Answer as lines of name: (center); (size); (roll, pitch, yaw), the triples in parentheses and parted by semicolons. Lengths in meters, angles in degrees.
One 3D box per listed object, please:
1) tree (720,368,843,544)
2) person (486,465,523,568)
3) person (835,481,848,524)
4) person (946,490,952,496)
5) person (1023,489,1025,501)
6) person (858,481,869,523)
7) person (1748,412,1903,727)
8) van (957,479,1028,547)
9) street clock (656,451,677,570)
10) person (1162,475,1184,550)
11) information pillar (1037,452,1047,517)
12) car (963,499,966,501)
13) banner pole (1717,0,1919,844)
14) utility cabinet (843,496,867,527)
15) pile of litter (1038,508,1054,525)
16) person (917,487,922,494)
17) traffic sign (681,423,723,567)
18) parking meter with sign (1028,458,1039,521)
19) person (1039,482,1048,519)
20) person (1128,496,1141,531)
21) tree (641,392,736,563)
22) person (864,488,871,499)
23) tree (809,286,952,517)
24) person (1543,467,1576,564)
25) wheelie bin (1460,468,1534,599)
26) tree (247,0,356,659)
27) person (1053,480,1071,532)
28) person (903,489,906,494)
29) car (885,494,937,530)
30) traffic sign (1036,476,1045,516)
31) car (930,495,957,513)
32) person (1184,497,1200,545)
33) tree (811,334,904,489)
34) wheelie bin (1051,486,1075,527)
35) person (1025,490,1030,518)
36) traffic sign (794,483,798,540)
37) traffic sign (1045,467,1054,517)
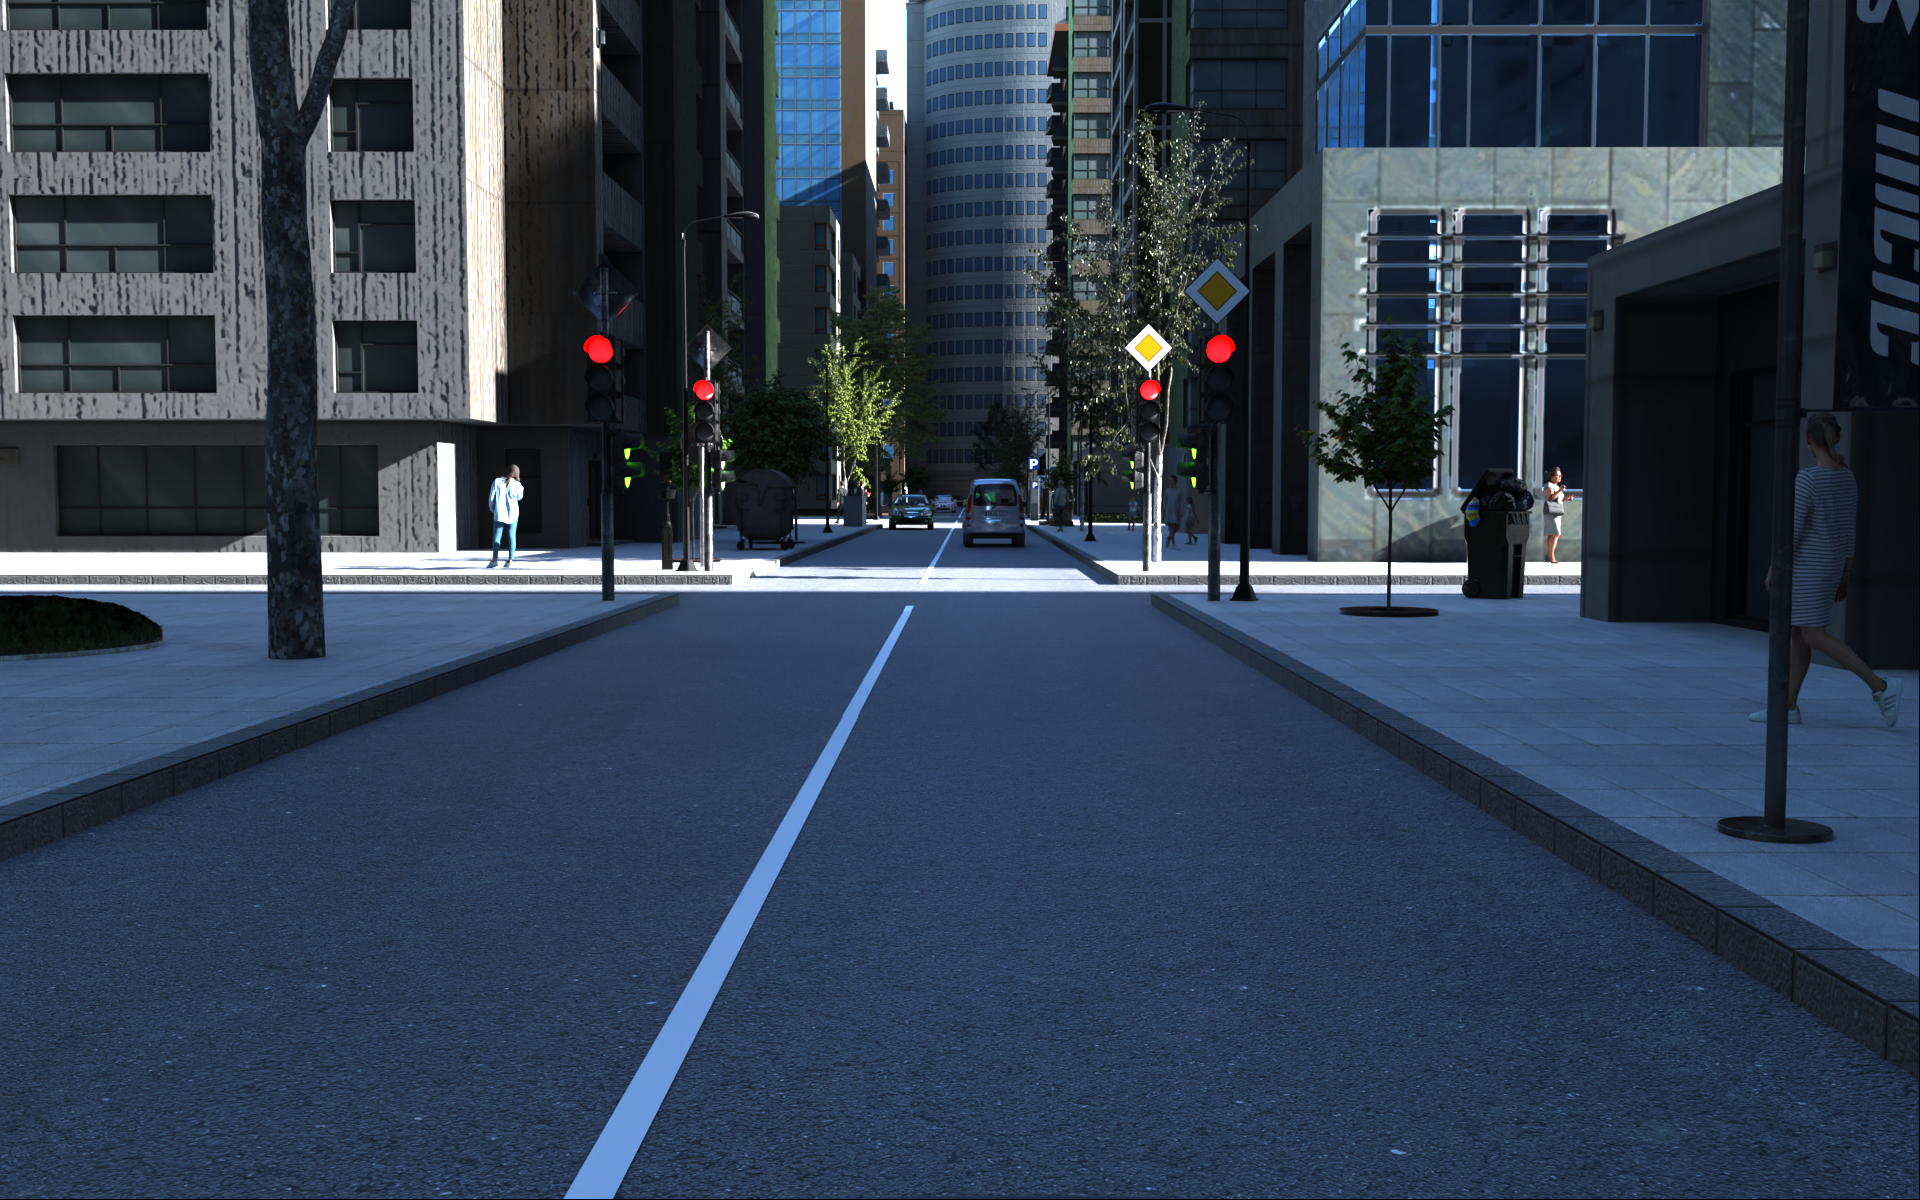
tree: (-4.679, -3.749, 45.013); (4.285, 4.588, 4.351); (0, 3, 0)
person: (-7.935, -1.460, 30.176); (0.793, 1.790, 0.793); (3, 4, 37)
person: (-5.140, -4.230, 74.974); (0.659, 1.850, 0.755); (-2, 4, -31)
person: (-1.104, -8.742, 151.963); (0.750, 1.759, 0.617); (-3, 5, -43)
person: (6.224, -9.690, 165.140); (0.621, 1.740, 0.551); (1, 4, 14)
person: (-4.187, -4.156, 73.763); (0.755, 1.850, 0.659); (-2, 4, -24)
person: (4.783, -0.168, 9.546); (0.760, 1.731, 0.466); (2, 4, 28)
van: (0.916, -2.519, 48.198); (2.013, 2.044, 4.112); (0, 4, -1)
street clock: (-4.976, -1.518, 29.392); (0.358, 2.002, 0.471); (-1, 4, -9)
person: (4.930, -2.051, 40.332); (0.466, 1.731, 0.760); (-1, 4, -23)
information pillar: (4.558, -6.428, 96.451); (0.504, 3.616, 0.183); (-1, 4, -9)
car: (1.178, -6.265, 111.236); (1.959, 1.807, 4.718); (0, 4, 0)
banner pole: (3.307, -1.002, 6.399); (0.863, 3.779, 0.401); (1, 4, 9)
utility cabinet: (-4.155, -3.507, 68.493); (1.020, 1.237, 0.306); (3, 5, 40)
pile of litter: (3.817, -3.543, 71.889); (1.176, 0.858, 1.719); (0, 4, 1)
person: (-3.489, -8.583, 146.248); (0.599, 1.838, 0.709); (1, 4, 19)
traffic sign: (-4.539, -1.855, 30.442); (0.768, 2.556, 0.104); (0, 4, 7)
parking meter with sign: (3.592, -5.358, 83.857); (0.543, 3.016, 1.738); (0, 4, 0)
person: (4.285, -5.027, 87.589); (0.474, 1.900, 0.648); (-2, 4, -25)
person: (6.051, -3.001, 60.131); (0.505, 1.210, 0.382); (1, 4, 18)
tree: (-4.992, -2.328, 32.668); (1.663, 3.219, 1.824); (0, 3, 0)
person: (-6.047, -6.374, 111.725); (0.593, 1.643, 0.415); (-3, 5, -41)
tree: (-4.345, -10.770, 94.214); (7.486, 12.596, 7.792); (0, 3, 0)
person: (11.025, -1.566, 32.008); (0.532, 1.782, 0.716); (3, 4, 36)
wheelie bin: (6.649, -0.823, 21.368); (0.980, 1.594, 0.693); (-3, 5, -44)
tree: (-5.972, -9.533, 11.756); (12.611, 20.169, 13.585); (0, 3, 0)
person: (3.527, -3.236, 59.435); (0.515, 1.767, 0.782); (3, 5, 40)
person: (-5.182, -9.736, 166.011); (0.721, 1.735, 1.217); (-1, 4, -19)
car: (-1.995, -3.632, 71.177); (2.131, 1.459, 4.920); (0, 4, -1)
traffic sign: (4.454, -5.685, 95.072); (0.606, 2.300, 0.079); (0, 4, 6)
car: (-1.275, -7.474, 134.562); (2.083, 1.381, 4.827); (0, 4, 1)
person: (5.872, -2.012, 43.954); (0.382, 1.210, 0.505); (1, 4, 19)
tree: (-5.063, -7.926, 79.946); (4.737, 8.622, 4.395); (0, 3, 0)
wheelie bin: (4.038, -3.697, 68.357); (0.980, 1.594, 0.693); (-2, 4, -28)
person: (3.859, -5.338, 93.413); (0.635, 1.810, 0.391); (2, 4, 31)
traffic sign: (-4.554, -2.933, 48.067); (0.768, 2.556, 0.104); (1, 4, 9)
traffic sign: (4.319, -4.904, 80.292); (0.768, 2.556, 0.104); (0, 4, 3)
